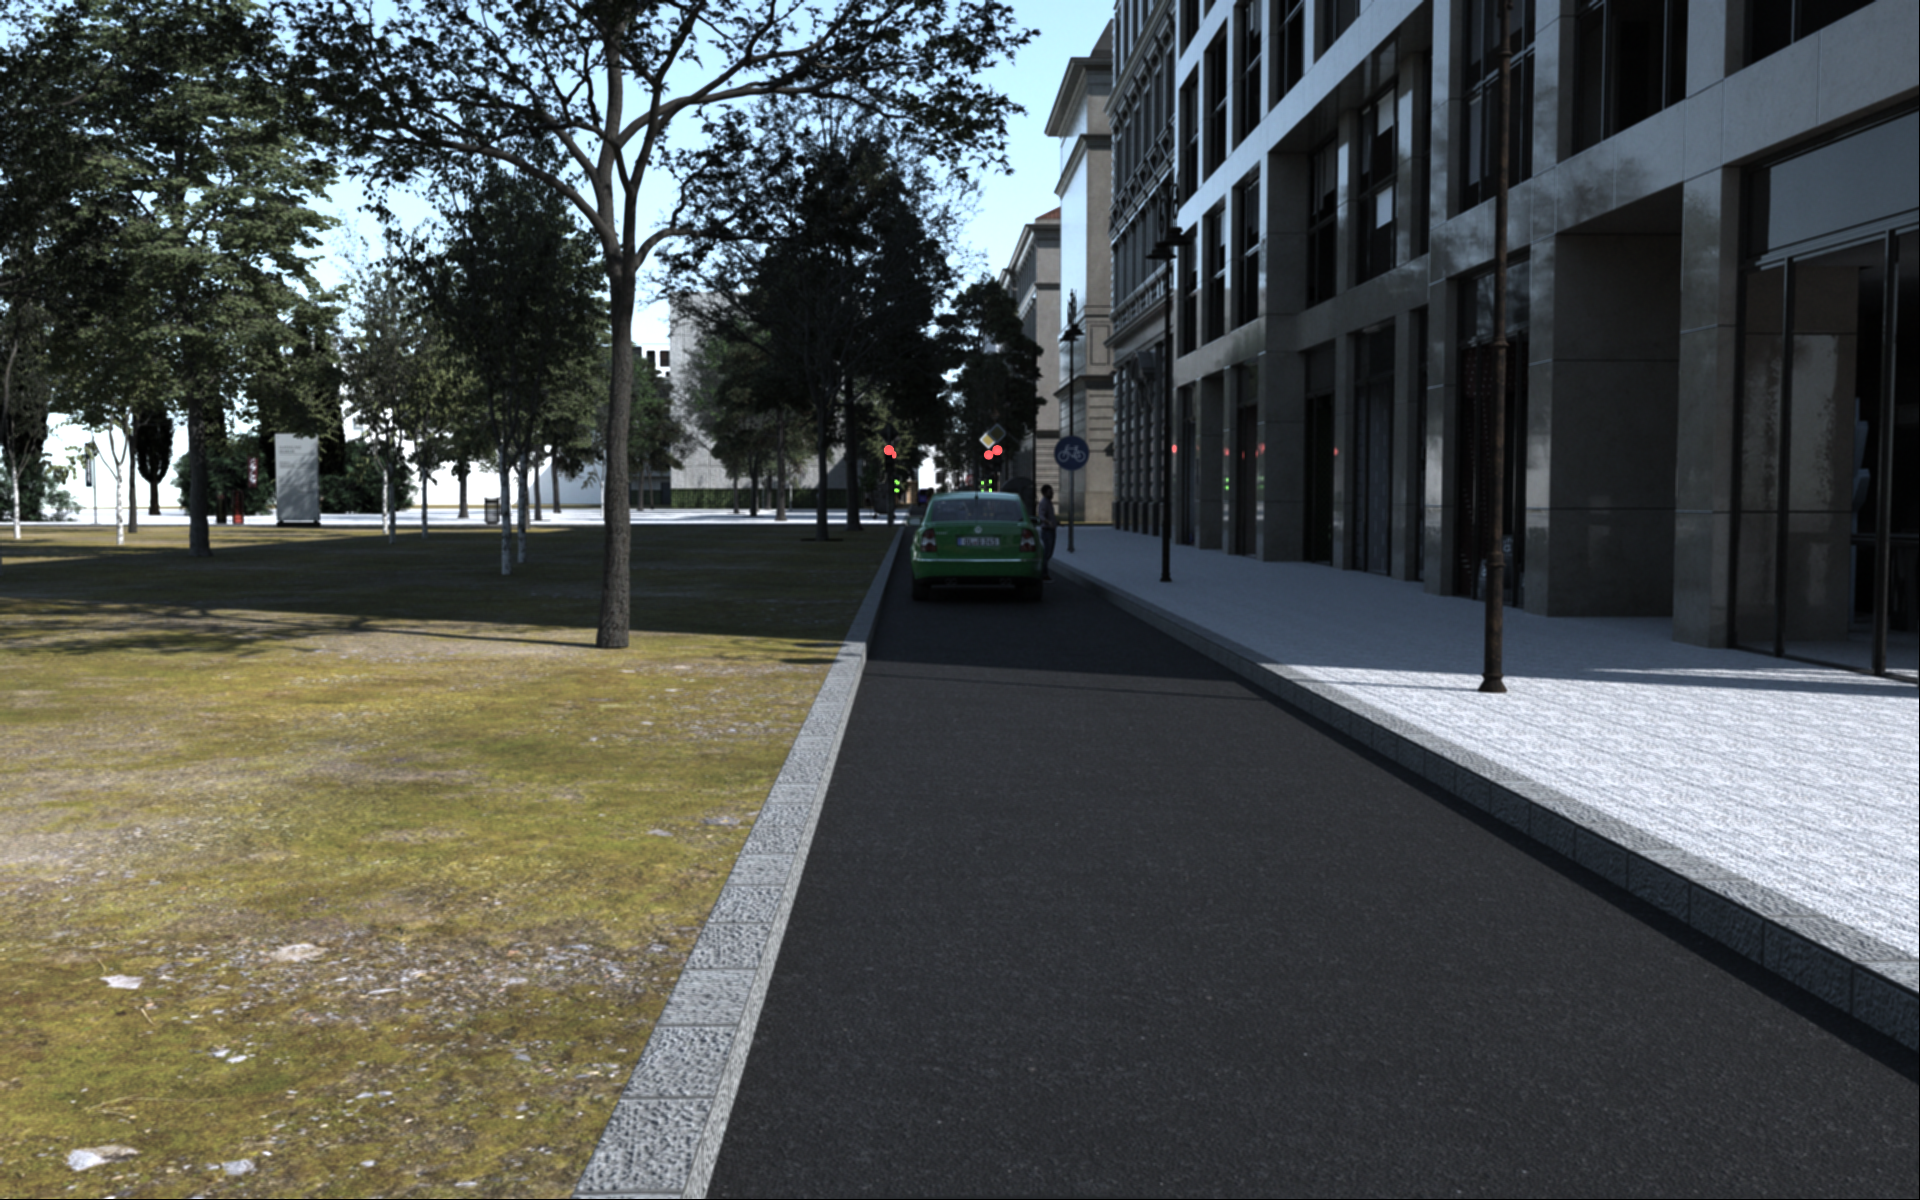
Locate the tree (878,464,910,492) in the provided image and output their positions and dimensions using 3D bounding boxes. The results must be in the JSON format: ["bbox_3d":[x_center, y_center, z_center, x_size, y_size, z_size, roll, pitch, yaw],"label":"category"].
[{"bbox_3d":[-6.036,-10.622,157.381,4.285,4.588,4.351,0,3,0],"label":"tree"}]

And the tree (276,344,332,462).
[{"bbox_3d":[-18.427,-6.438,55.620,4.737,8.622,4.395,0,3,0],"label":"tree"}]

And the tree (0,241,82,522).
[{"bbox_3d":[-50.170,-11.057,82.596,18.604,14.587,13.155,0,4,-4],"label":"tree"}]

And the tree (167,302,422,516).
[{"bbox_3d":[-44.225,-12.656,108.739,13.155,14.587,18.604,1,4,10],"label":"tree"}]

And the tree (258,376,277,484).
[{"bbox_3d":[-31.369,-8.072,82.345,4.737,8.622,4.395,0,3,0],"label":"tree"}]

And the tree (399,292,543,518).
[{"bbox_3d":[-26.494,-10.394,91.995,6.751,12.117,7.091,0,3,0],"label":"tree"}]

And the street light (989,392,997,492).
[{"bbox_3d":[1.575,-6.469,78.552,0.468,5.910,1.993,0,4,-1],"label":"street light"}]

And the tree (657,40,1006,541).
[{"bbox_3d":[-3.720,-8.362,47.081,12.009,13.543,11.850,0,3,0],"label":"tree"}]

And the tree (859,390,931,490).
[{"bbox_3d":[-4.916,-10.009,114.006,4.737,8.622,4.395,0,3,0],"label":"tree"}]

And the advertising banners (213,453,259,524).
[{"bbox_3d":[-30.937,-4.764,74.082,2.074,3.025,0.090,0,4,6],"label":"advertising banners"}]

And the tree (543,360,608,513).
[{"bbox_3d":[-27.140,-11.852,115.840,6.751,12.117,7.091,0,3,0],"label":"tree"}]

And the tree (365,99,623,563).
[{"bbox_3d":[-8.250,-5.015,32.359,4.737,8.622,4.395,0,3,0],"label":"tree"}]

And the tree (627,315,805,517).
[{"bbox_3d":[-11.662,-10.508,97.558,9.928,11.665,9.643,0,3,0],"label":"tree"}]

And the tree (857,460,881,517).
[{"bbox_3d":[-4.920,-6.256,96.886,1.663,3.219,1.824,0,3,0],"label":"tree"}]

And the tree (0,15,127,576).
[{"bbox_3d":[-15.149,-4.686,26.975,4.360,8.622,3.978,0,3,0],"label":"tree"}]

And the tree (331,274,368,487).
[{"bbox_3d":[-15.280,-6.093,49.975,4.737,8.622,4.395,0,3,0],"label":"tree"}]

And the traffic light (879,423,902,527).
[{"bbox_3d":[-2.737,-4.780,67.403,0.839,4.213,0.868,0,4,-1],"label":"traffic light"}]

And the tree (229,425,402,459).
[{"bbox_3d":[-54.021,-10.975,142.354,20.602,7.101,11.467,0,4,7],"label":"tree"}]

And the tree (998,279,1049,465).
[{"bbox_3d":[0.829,-11.704,98.776,7.806,13.903,7.818,0,3,0],"label":"tree"}]

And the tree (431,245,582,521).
[{"bbox_3d":[-20.294,-10.516,82.308,12.009,13.543,11.850,0,3,0],"label":"tree"}]

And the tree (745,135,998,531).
[{"bbox_3d":[-4.047,-9.362,60.491,7.806,13.903,7.818,0,3,0],"label":"tree"}]

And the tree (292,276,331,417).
[{"bbox_3d":[-14.775,-5.739,44.202,4.360,8.622,3.978,0,3,0],"label":"tree"}]

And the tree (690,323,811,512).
[{"bbox_3d":[-14.636,-13.231,122.983,9.857,13.997,8.962,0,3,0],"label":"tree"}]

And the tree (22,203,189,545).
[{"bbox_3d":[-21.497,-5.725,43.962,4.737,8.622,4.395,0,3,0],"label":"tree"}]

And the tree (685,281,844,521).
[{"bbox_3d":[-8.528,-9.801,82.294,6.751,12.117,7.091,0,3,0],"label":"tree"}]

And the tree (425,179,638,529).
[{"bbox_3d":[-15.445,-8.846,62.764,7.486,12.596,7.792,0,3,0],"label":"tree"}]

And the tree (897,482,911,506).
[{"bbox_3d":[-6.315,-11.574,183.842,1.663,3.219,1.824,0,3,0],"label":"tree"}]

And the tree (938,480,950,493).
[{"bbox_3d":[-1.963,-13.957,222.793,1.663,3.219,1.824,0,3,0],"label":"tree"}]

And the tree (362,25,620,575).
[{"bbox_3d":[-7.186,-4.694,27.111,4.360,8.622,3.978,0,3,0],"label":"tree"}]

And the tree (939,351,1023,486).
[{"bbox_3d":[1.210,-8.428,88.162,4.360,8.622,3.978,0,3,0],"label":"tree"}]

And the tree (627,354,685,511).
[{"bbox_3d":[-24.835,-13.008,134.744,6.751,12.117,7.091,0,3,0],"label":"tree"}]

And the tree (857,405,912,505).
[{"bbox_3d":[-5.717,-11.216,133.744,4.360,8.622,3.978,0,3,0],"label":"tree"}]

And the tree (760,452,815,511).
[{"bbox_3d":[-12.633,-11.077,131.470,4.737,8.622,4.395,0,3,0],"label":"tree"}]

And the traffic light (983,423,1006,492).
[{"bbox_3d":[1.423,-4.788,67.525,0.839,4.213,0.868,0,4,-1],"label":"traffic light"}]

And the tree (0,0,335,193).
[{"bbox_3d":[-12.872,-5.213,19.637,7.601,10.594,8.767,0,4,8],"label":"tree"}]

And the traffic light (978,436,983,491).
[{"bbox_3d":[1.219,-5.276,75.508,0.839,4.213,0.868,0,4,-1],"label":"traffic light"}]

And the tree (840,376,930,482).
[{"bbox_3d":[-5.799,-14.481,143.413,9.857,13.997,8.962,0,3,0],"label":"tree"}]

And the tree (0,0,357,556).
[{"bbox_3d":[-15.995,-7.156,35.126,7.486,12.596,7.792,0,3,0],"label":"tree"}]

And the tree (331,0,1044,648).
[{"bbox_3d":[-2.605,-4.888,14.339,7.601,10.594,8.767,-2,4,-33],"label":"tree"}]

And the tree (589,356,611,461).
[{"bbox_3d":[-25.133,-12.223,125.594,9.928,11.665,9.643,0,3,0],"label":"tree"}]

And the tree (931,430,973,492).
[{"bbox_3d":[-1.159,-14.010,179.425,4.737,8.622,4.395,0,3,0],"label":"tree"}]
